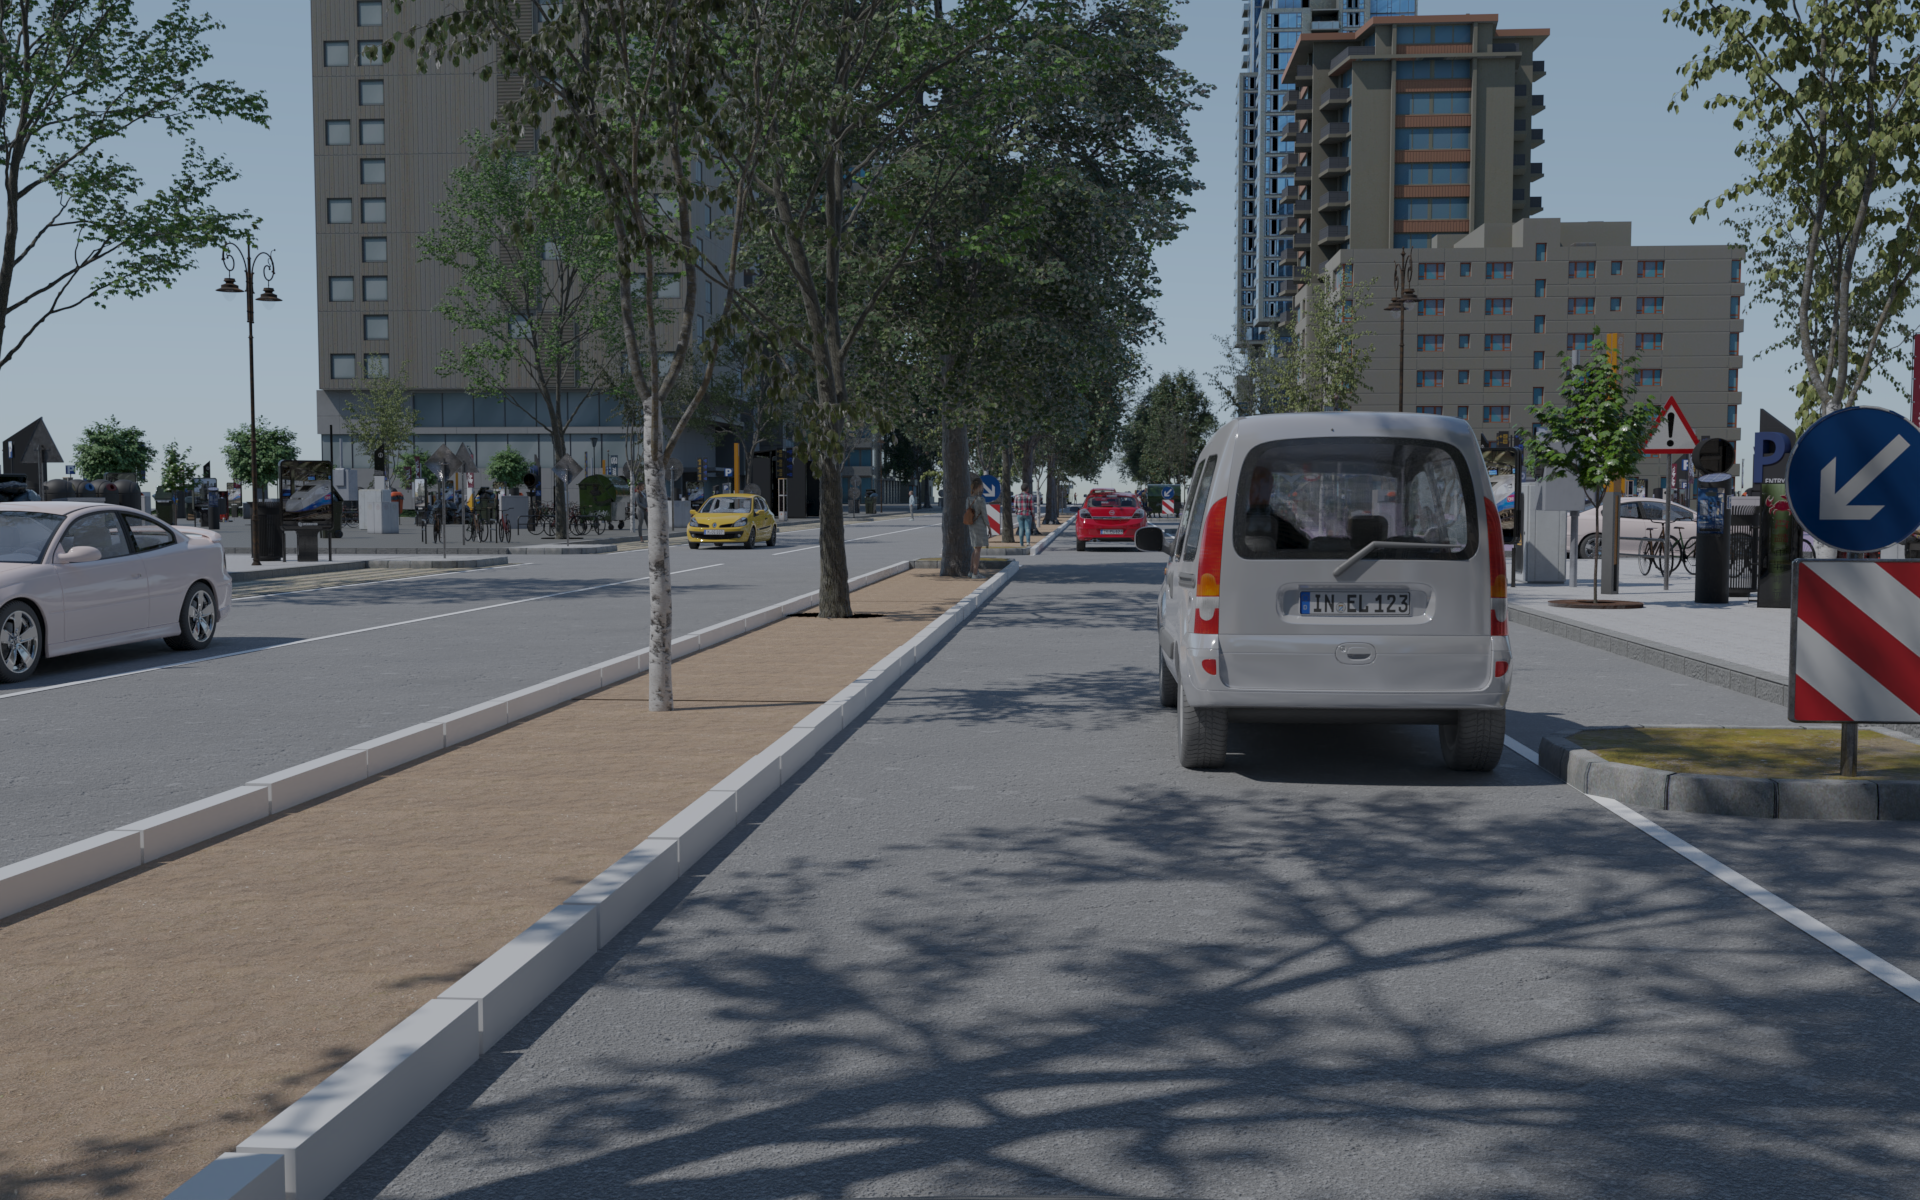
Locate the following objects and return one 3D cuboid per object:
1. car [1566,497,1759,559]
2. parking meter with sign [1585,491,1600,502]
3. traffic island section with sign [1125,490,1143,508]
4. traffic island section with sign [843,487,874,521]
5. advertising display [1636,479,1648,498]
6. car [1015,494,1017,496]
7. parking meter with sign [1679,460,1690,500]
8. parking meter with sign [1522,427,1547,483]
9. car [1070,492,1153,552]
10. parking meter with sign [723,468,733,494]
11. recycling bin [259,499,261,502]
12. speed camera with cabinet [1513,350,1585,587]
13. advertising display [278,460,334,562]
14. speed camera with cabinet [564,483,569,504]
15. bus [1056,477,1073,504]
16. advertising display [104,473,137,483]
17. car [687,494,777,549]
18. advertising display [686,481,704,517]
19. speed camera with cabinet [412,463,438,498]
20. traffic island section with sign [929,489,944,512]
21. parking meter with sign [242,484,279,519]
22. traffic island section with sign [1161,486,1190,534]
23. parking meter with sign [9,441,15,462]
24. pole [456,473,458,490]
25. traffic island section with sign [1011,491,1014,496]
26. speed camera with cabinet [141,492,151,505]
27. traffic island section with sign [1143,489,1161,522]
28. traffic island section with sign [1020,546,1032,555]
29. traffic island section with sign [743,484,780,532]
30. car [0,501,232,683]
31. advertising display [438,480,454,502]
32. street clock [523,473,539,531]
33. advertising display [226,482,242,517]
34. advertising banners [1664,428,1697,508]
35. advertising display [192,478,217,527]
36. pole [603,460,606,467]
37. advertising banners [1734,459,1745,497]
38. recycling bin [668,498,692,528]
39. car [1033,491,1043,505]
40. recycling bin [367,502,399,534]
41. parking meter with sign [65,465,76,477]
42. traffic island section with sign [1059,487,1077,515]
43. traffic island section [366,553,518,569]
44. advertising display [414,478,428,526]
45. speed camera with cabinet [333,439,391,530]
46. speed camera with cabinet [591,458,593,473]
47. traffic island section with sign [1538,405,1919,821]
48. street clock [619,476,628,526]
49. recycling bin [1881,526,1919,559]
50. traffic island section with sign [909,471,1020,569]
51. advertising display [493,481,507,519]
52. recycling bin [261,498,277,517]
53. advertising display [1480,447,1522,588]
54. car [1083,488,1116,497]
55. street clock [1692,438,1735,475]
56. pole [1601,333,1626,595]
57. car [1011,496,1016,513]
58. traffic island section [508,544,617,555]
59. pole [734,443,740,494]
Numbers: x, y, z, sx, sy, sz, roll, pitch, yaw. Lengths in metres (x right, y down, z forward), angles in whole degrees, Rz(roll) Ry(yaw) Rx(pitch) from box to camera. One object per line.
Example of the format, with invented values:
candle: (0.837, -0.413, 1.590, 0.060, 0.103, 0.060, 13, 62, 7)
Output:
car: (14.411, -1.452, 36.104, 4.827, 1.381, 2.083, 0, 4, 5)
parking meter with sign: (27.174, -4.790, 74.574, 0.543, 3.016, 1.738, -2, 4, -35)
traffic island section with sign: (17.048, -9.702, 167.249, 1.989, 1.847, 2.006, 0, 4, 5)
traffic island section with sign: (-5.605, -5.072, 91.550, 1.989, 1.847, 2.006, 0, 4, 5)
advertising display: (28.827, -4.159, 73.208, 0.123, 1.923, 0.974, 0, 4, 1)
car: (5.111, -8.078, 141.860, 2.009, 1.686, 4.222, 0, 4, 6)
parking meter with sign: (36.873, -5.616, 88.090, 0.543, 3.016, 1.738, 1, 4, 16)
parking meter with sign: (14.570, -3.030, 45.798, 0.543, 3.016, 1.738, -3, 5, -42)
car: (3.902, -2.181, 44.692, 2.155, 1.783, 4.494, 0, 4, 5)
parking meter with sign: (-15.701, -7.349, 116.420, 0.543, 3.016, 1.738, 0, 4, 2)
recycling bin: (-48.113, -6.546, 119.580, 0.722, 1.027, 0.722, -2, 4, -35)
speed camera with cabinet: (8.363, -1.852, 24.609, 0.660, 3.252, 2.038, 0, 4, 7)
advertising display: (-12.390, -1.690, 32.845, 0.974, 1.923, 0.123, -3, 4, -37)
speed camera with cabinet: (-23.036, -6.478, 100.249, 0.660, 3.252, 2.038, -1, 4, -19)
bus: (14.441, -15.450, 244.160, 2.896, 3.916, 12.252, 0, 4, 7)
advertising display: (-25.444, -2.894, 52.530, 0.123, 1.923, 0.974, 2, 4, 34)
car: (-6.078, -2.205, 46.271, 2.015, 1.641, 3.980, 0, 4, 6)
advertising display: (-13.452, -5.063, 87.998, 0.974, 1.923, 0.123, -3, 4, -37)
speed camera with cabinet: (-34.640, -7.204, 112.121, 0.660, 3.252, 2.038, 1, 4, 19)
traffic island section with sign: (-1.451, -8.168, 142.177, 1.989, 1.847, 2.006, 0, 4, 5)
parking meter with sign: (-36.040, -5.686, 89.233, 1.738, 3.016, 0.543, -2, 4, -26)
traffic island section with sign: (8.497, -3.349, 63.387, 1.989, 1.847, 2.006, 0, 4, 5)
parking meter with sign: (-32.060, -3.711, 56.937, 1.738, 3.016, 0.543, -3, 4, -38)
pole: (-32.769, -7.279, 112.860, 0.158, 3.312, 0.155, 0, 3, 0)
traffic island section with sign: (7.538, -14.845, 251.339, 1.989, 1.847, 2.006, 0, 4, 5)
speed camera with cabinet: (-56.814, -7.632, 119.113, 0.660, 3.252, 2.038, 3, 5, 43)
traffic island section with sign: (10.765, -5.027, 90.826, 1.989, 1.847, 2.006, 0, 4, 5)
traffic island section with sign: (0.697, -2.028, 41.288, 2.006, 1.907, 1.989, 0, 4, 5)
traffic island section with sign: (-7.812, -3.429, 64.685, 1.989, 1.847, 2.006, 0, 4, 5)
car: (-7.975, -0.141, 14.660, 2.083, 1.381, 4.827, 0, 4, 3)
advertising display: (-23.598, -4.545, 79.528, 0.123, 1.923, 0.974, 1, 4, 22)
street clock: (-14.788, -3.374, 59.743, 0.471, 2.002, 0.358, 1, 4, 15)
advertising display: (-39.876, -5.504, 95.200, 0.974, 1.923, 0.123, 1, 4, 20)
advertising banners: (18.824, -3.000, 45.232, 0.090, 3.025, 2.074, 3, 5, 43)
advertising display: (-29.579, -3.831, 67.853, 0.123, 1.923, 0.974, 3, 4, 39)
pole: (-21.210, -6.696, 103.315, 0.158, 3.312, 0.155, 0, 3, 0)
advertising banners: (38.252, -5.434, 85.041, 0.090, 3.025, 2.074, 3, 4, 36)
recycling bin: (-10.720, -3.271, 66.038, 0.722, 1.027, 0.722, -2, 4, -29)
car: (10.411, -14.110, 239.366, 2.281, 1.827, 5.304, 0, 4, 5)
recycling bin: (-18.664, -2.658, 56.020, 0.722, 1.027, 0.722, 2, 4, 30)
parking meter with sign: (-54.317, -6.662, 105.179, 1.738, 3.016, 0.543, 3, 5, 42)
traffic island section with sign: (6.845, -6.608, 116.175, 2.006, 1.907, 1.989, 0, 4, 5)
traffic island section: (-10.290, -0.749, 34.521, 2.009, 0.180, 2.903, 0, 4, 5)
advertising display: (-21.369, -3.882, 68.680, 0.123, 1.923, 0.974, -3, 5, -41)
speed camera with cabinet: (-21.330, -4.124, 61.766, 2.038, 3.252, 0.660, 1, 4, 16)
speed camera with cabinet: (-19.381, -6.126, 94.496, 2.038, 3.252, 0.660, 1, 4, 21)
traffic island section with sign: (4.000, 0.004, 8.557, 1.989, 1.847, 2.006, 0, 4, 5)
street clock: (-13.245, -3.862, 67.721, 0.471, 2.002, 0.358, -2, 4, -25)
recycling bin: (13.449, -0.757, 24.933, 0.722, 1.027, 0.722, 1, 4, 20)
traffic island section with sign: (0.081, -1.576, 33.906, 2.006, 1.907, 1.989, 0, 4, 5)
advertising display: (-23.637, -5.122, 88.961, 0.974, 1.923, 0.123, 3, 4, 37)
recycling bin: (-40.924, -5.539, 103.121, 0.722, 1.027, 0.722, 2, 4, 33)
advertising display: (7.350, -1.154, 24.086, 0.123, 1.923, 0.974, -3, 4, -37)
car: (8.429, -5.721, 102.219, 2.281, 1.827, 5.304, 0, 4, 4)
street clock: (9.759, -1.095, 22.480, 0.471, 2.002, 0.358, 0, 4, 0)
pole: (8.326, -1.728, 22.095, 0.158, 3.312, 0.155, 0, 3, 0)
car: (3.779, -6.128, 112.777, 1.945, 1.354, 3.894, 0, 4, 3)
traffic island section: (-9.636, -1.235, 42.479, 2.009, 0.180, 2.903, 0, 4, 5)
pole: (-8.951, -4.629, 69.531, 0.158, 3.312, 0.155, 0, 3, 0)
